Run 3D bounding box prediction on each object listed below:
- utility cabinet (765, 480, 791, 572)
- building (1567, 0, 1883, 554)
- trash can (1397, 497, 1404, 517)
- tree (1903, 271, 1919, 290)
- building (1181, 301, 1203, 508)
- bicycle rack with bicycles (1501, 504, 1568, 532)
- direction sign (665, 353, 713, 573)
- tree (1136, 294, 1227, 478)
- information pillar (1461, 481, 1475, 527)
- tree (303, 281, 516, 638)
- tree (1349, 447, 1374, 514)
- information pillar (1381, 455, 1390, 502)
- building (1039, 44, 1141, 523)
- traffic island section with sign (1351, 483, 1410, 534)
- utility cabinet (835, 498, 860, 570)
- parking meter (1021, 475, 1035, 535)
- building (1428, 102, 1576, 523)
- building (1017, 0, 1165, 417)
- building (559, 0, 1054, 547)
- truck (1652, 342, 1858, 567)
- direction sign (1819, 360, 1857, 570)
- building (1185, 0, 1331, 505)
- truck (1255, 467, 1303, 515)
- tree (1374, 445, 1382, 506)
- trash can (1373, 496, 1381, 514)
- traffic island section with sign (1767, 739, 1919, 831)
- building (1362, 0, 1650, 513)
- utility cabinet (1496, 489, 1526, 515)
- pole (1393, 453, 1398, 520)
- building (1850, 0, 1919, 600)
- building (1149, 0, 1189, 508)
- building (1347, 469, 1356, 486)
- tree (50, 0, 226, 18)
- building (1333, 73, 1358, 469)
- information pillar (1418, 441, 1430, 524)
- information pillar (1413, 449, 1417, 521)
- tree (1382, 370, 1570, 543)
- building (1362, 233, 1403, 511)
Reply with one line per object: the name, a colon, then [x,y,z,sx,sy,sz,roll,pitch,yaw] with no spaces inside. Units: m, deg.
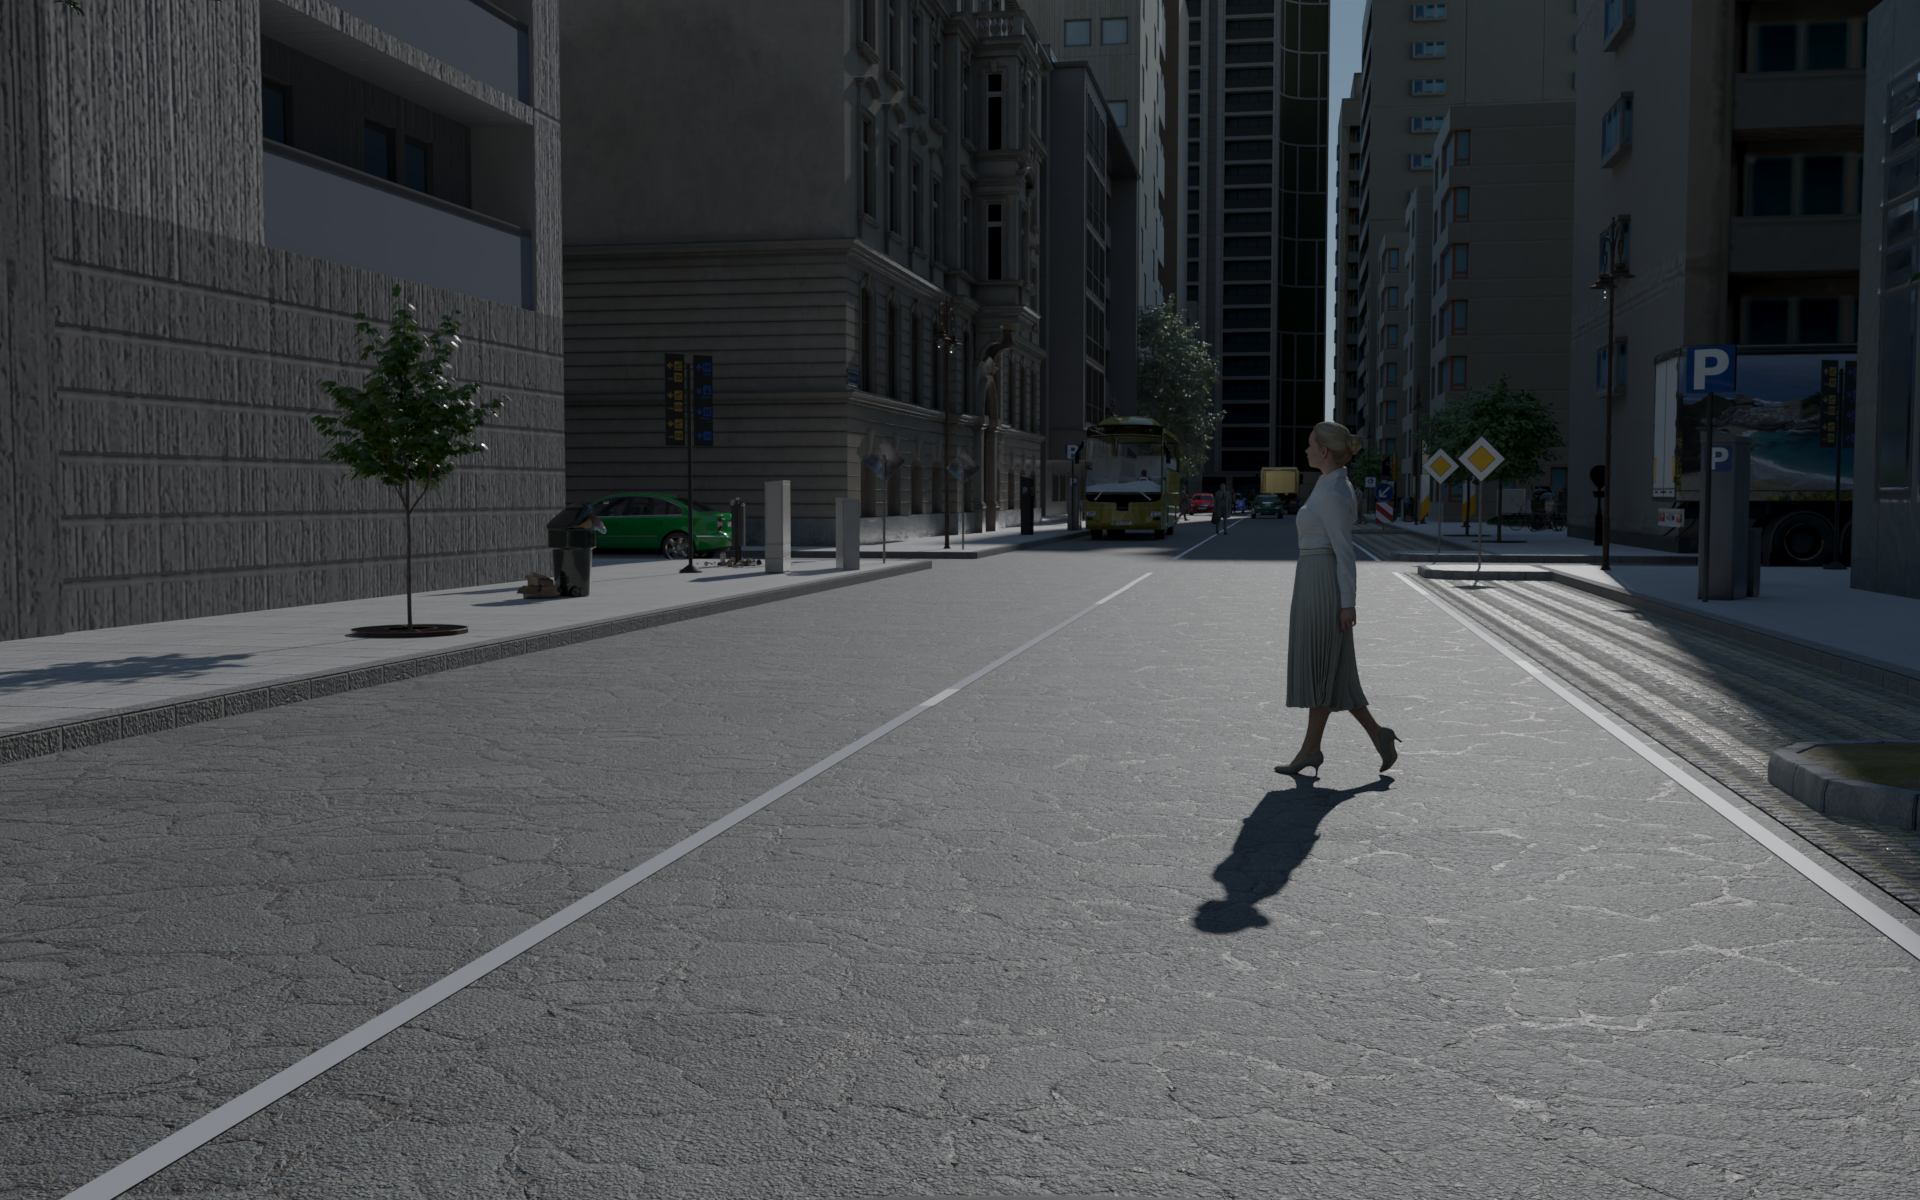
utility cabinet: [-3.001,-1.207,28.421,0.318,1.500,1.173,0,4,0]
building: [27.758,-25.729,44.370,21.600,48.544,21.300,1,4,11]
trash can: [24.587,-5.213,96.882,0.748,1.137,0.748,0,3,0]
tree: [7.578,-1.636,10.464,4.285,4.588,4.351,0,3,0]
building: [9.604,-20.313,177.165,28.899,21.520,27.650,1,4,11]
bicycle rack with bicycles: [20.291,-2.865,60.226,2.925,0.926,2.852,-1,4,-18]
direction sign: [-4.398,-2.213,28.183,0.876,3.537,0.379,-3,5,-40]
tree: [11.925,-12.413,109.615,9.857,13.997,8.962,0,3,0]
information pillar: [19.619,-4.613,66.781,0.504,3.616,0.183,-1,4,-10]
tree: [-5.145,-1.306,15.950,1.663,3.219,1.824,0,3,0]
tree: [27.231,-7.934,113.437,4.285,4.588,4.351,0,3,0]
information pillar: [25.211,-6.799,102.524,0.504,3.616,0.183,-1,4,-12]
building: [1.118,-16.632,90.996,14.314,24.678,30.058,1,4,11]
traffic island section with sign: [15.053,-3.270,62.090,1.989,1.847,2.006,1,4,11]
utility cabinet: [-1.919,-1.132,29.674,0.306,1.237,1.020,-1,4,-11]
parking meter: [2.117,-2.972,54.296,0.399,1.863,0.255,2,4,35]
building: [38.079,-14.936,89.240,27.650,21.520,28.899,1,4,11]
building: [1.110,-33.053,129.648,28.713,52.752,27.495,1,4,11]
building: [-4.648,-14.667,58.886,14.460,24.649,34.723,1,4,11]
truck: [19.227,-2.676,32.673,11.283,4.237,2.839,1,4,12]
direction sign: [14.922,-2.289,29.415,0.876,3.537,0.379,-1,4,-21]
building: [32.972,-46.870,204.581,20.611,71.187,20.563,1,4,11]
truck: [22.769,-7.803,123.508,3.469,3.379,9.791,1,4,10]
tree: [15.387,-4.219,52.688,4.285,4.588,4.351,0,3,0]
trash can: [25.903,-5.828,106.937,0.748,1.137,0.748,0,3,0]
traffic island section with sign: [4.910,0.042,7.948,1.989,1.847,2.006,1,4,11]
building: [46.244,-32.279,151.464,21.300,48.544,21.600,1,4,11]
utility cabinet: [23.968,-4.078,75.350,1.173,1.500,0.318,3,4,39]
pole: [21.347,-5.575,85.002,0.158,3.312,0.155,0,3,0]
building: [20.260,-42.267,3.731,22.319,86.520,31.000,1,4,11]
building: [12.190,-30.512,148.975,14.600,45.320,14.200,1,4,11]
building: [49.042,-44.858,171.682,20.563,71.187,20.611,1,4,11]
tree: [-6.486,-4.465,7.423,8.767,10.594,7.601,1,4,19]
building: [54.546,-35.334,201.405,21.600,48.544,21.300,1,4,11]
information pillar: [19.930,-5.071,74.270,0.504,3.616,0.183,-2,4,-32]
information pillar: [21.349,-5.494,81.174,0.183,3.616,0.504,2,4,32]
tree: [14.400,-3.803,45.896,4.285,4.588,4.351,0,3,0]
building: [44.345,-17.218,126.560,27.650,21.520,28.899,1,4,11]
